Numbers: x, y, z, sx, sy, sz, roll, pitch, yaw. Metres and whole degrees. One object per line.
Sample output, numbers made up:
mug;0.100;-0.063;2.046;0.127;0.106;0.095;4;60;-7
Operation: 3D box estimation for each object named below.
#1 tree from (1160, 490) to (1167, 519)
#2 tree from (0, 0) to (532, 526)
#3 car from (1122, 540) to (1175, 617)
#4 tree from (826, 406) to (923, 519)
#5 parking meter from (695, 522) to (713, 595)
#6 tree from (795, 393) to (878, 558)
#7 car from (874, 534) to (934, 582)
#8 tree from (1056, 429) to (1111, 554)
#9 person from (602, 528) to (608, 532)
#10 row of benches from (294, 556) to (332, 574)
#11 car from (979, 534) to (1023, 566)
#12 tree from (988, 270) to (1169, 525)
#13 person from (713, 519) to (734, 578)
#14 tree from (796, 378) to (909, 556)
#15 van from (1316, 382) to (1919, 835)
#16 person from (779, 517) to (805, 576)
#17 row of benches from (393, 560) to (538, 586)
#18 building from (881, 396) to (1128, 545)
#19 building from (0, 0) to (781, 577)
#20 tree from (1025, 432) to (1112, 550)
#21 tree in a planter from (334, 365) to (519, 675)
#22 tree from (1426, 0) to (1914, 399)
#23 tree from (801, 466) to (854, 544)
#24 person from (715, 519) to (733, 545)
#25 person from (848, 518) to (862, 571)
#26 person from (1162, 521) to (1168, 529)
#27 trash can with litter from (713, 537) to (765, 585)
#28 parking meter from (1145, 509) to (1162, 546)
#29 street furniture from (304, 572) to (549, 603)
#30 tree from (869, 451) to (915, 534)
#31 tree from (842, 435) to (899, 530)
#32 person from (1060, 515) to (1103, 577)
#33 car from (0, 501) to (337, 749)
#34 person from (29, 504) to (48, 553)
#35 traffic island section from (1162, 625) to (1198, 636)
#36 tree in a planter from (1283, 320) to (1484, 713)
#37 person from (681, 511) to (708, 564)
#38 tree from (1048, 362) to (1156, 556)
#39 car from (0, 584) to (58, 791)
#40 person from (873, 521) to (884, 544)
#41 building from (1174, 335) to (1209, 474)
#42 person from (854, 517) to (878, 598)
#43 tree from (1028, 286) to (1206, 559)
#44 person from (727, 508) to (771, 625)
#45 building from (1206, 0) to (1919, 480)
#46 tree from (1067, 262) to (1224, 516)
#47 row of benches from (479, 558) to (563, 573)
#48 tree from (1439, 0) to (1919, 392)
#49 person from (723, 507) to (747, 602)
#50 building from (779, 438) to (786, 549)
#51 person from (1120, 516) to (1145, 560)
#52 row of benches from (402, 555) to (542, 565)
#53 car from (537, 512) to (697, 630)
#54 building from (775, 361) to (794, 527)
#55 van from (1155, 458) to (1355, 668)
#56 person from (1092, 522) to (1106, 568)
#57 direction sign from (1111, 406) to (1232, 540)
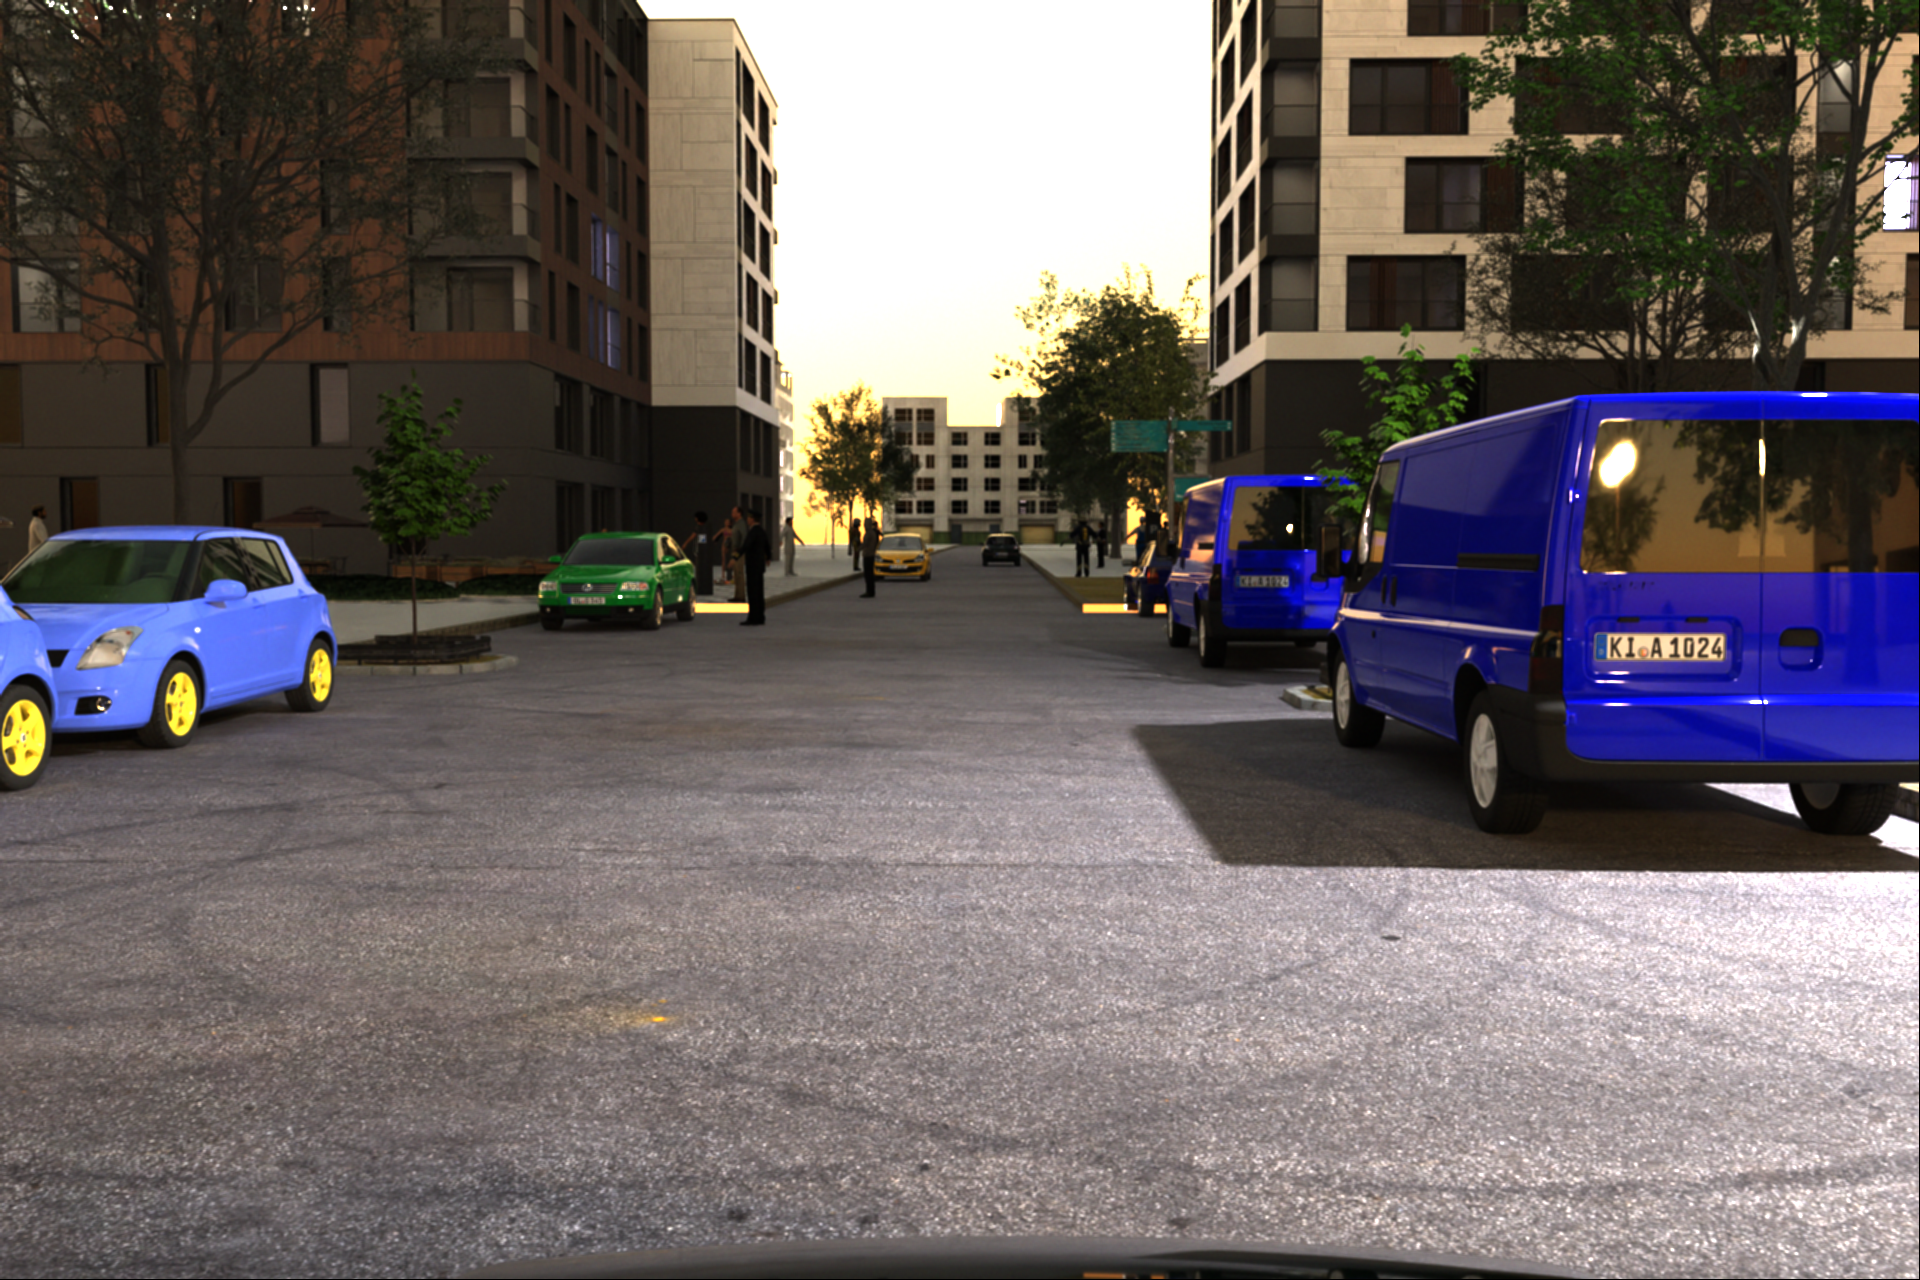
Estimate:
tree;30.519;-19.544;226.193;9.857;13.997;8.962;0;3;0
tree;-11.049;-6.981;24.508;12.009;13.543;11.850;0;3;0
car;3.946;-1.143;31.275;1.945;1.354;3.894;0;3;0
tree;-6.101;-11.560;123.422;8.767;10.594;7.601;3;4;37
parking meter;-5.368;-1.707;36.321;0.372;1.533;0.369;0;3;0
tree;-6.470;-8.620;91.301;4.737;8.622;4.395;0;3;0
car;-1.796;-2.644;53.459;2.015;1.641;3.980;0;4;1
tree;8.566;-9.882;111.927;4.360;8.622;3.978;0;3;0
person;-9.520;-2.269;46.370;0.991;1.433;0.599;0;4;0
row of benches;-19.320;-1.940;47.181;4.104;0.672;1.422;-1;4;-15
car;1.867;-4.202;78.490;2.009;1.686;4.222;0;4;1
tree;8.390;-16.405;124.117;12.611;20.169;13.585;0;3;0
person;-6.699;-2.651;50.147;1.217;1.733;0.721;-2;4;-32
tree;-6.247;-10.294;102.717;7.601;10.594;8.767;-3;5;-40
van;3.462;-0.338;9.906;2.240;2.365;5.245;0;4;1
person;-5.199;-2.870;53.111;0.705;1.806;1.347;2;4;26
row of benches;-11.567;-1.512;40.184;4.104;0.672;1.422;2;4;29
building;5.464;-22.046;229.364;31.486;18.905;16.747;0;4;-2
building;-22.906;-13.650;67.149;27.936;21.610;32.646;0;4;1
tree;9.263;-12.415;137.396;8.767;10.594;7.601;0;4;6
tree in a planter;-5.853;-1.301;18.498;1.991;3.239;1.994;0;4;1
tree;15.315;-7.832;38.421;12.009;13.543;11.850;0;3;0
tree;-17.470;-18.023;229.090;7.601;10.594;8.767;0;4;-5
person;-7.998;-3.312;60.376;1.346;1.802;0.704;1;4;22
person;-3.585;-3.348;60.516;0.705;1.858;1.354;0;4;-1
person;8.291;-3.885;69.658;0.704;1.812;1.346;-2;4;-24
trash can with litter;-5.740;-2.033;44.290;1.678;1.210;2.233;0;4;0
parking meter;4.519;-2.124;40.443;0.399;1.863;0.255;0;4;0
street furniture;-13.091;-1.201;35.265;10.072;0.657;5.734;0;4;2
tree;-6.199;-11.283;134.841;4.360;8.622;3.978;0;3;0
tree;-6.023;-10.133;116.029;4.737;8.622;4.395;0;3;0
person;3.682;-2.827;52.001;1.354;1.856;0.705;-1;4;-13
car;-6.012;-0.190;12.702;1.945;1.707;3.694;0;4;1
person;-16.507;-1.532;31.133;0.704;1.819;1.344;-3;4;-36
traffic island section;3.964;-0.138;25.117;1.991;0.108;1.994;0;4;0
tree in a planter;3.782;-1.057;14.511;1.991;3.239;1.994;0;4;1
person;-6.196;-2.143;41.185;0.704;1.843;1.345;1;4;21
tree;8.739;-10.760;101.675;9.928;11.665;9.643;0;3;0
car;-6.089;0.072;8.412;1.945;1.707;3.694;0;4;1
person;-3.381;-3.905;70.031;0.705;1.806;1.347;3;5;41
building;24.930;-18.789;163.615;16.016;20.090;11.380;0;4;1
person;-2.091;-1.871;39.184;0.705;1.813;1.348;1;4;15
tree;8.251;-11.254;90.666;9.857;13.997;8.962;0;3;0
person;-3.259;-1.157;27.303;0.705;1.837;1.347;1;4;20
building;23.258;-13.616;66.592;27.936;21.610;32.646;0;4;1
tree;5.193;-5.874;46.400;4.737;8.622;4.395;0;3;0
row of benches;-10.490;-1.769;44.392;4.104;0.672;1.422;1;4;13
tree;9.761;-5.794;20.491;9.928;11.665;9.643;0;3;0
person;-4.194;-1.610;32.591;0.705;1.796;1.348;-1;4;-21
building;-20.209;-13.116;156.599;9.099;9.664;28.070;0;4;2
person;5.601;-2.902;53.310;1.347;1.847;0.705;0;4;0
row of benches;-14.021;-2.091;49.655;4.104;0.672;1.422;0;3;0
car;-5.326;-1.129;27.252;1.959;1.807;4.718;0;4;1
building;-24.661;-20.398;189.923;16.016;20.090;11.380;0;4;1
van;3.555;-0.969;20.233;2.240;2.365;5.245;0;4;0
person;5.238;-3.585;65.337;0.721;1.740;1.216;-1;4;-16
direction sign;4.404;-2.876;35.788;2.525;3.948;1.411;0;4;2
